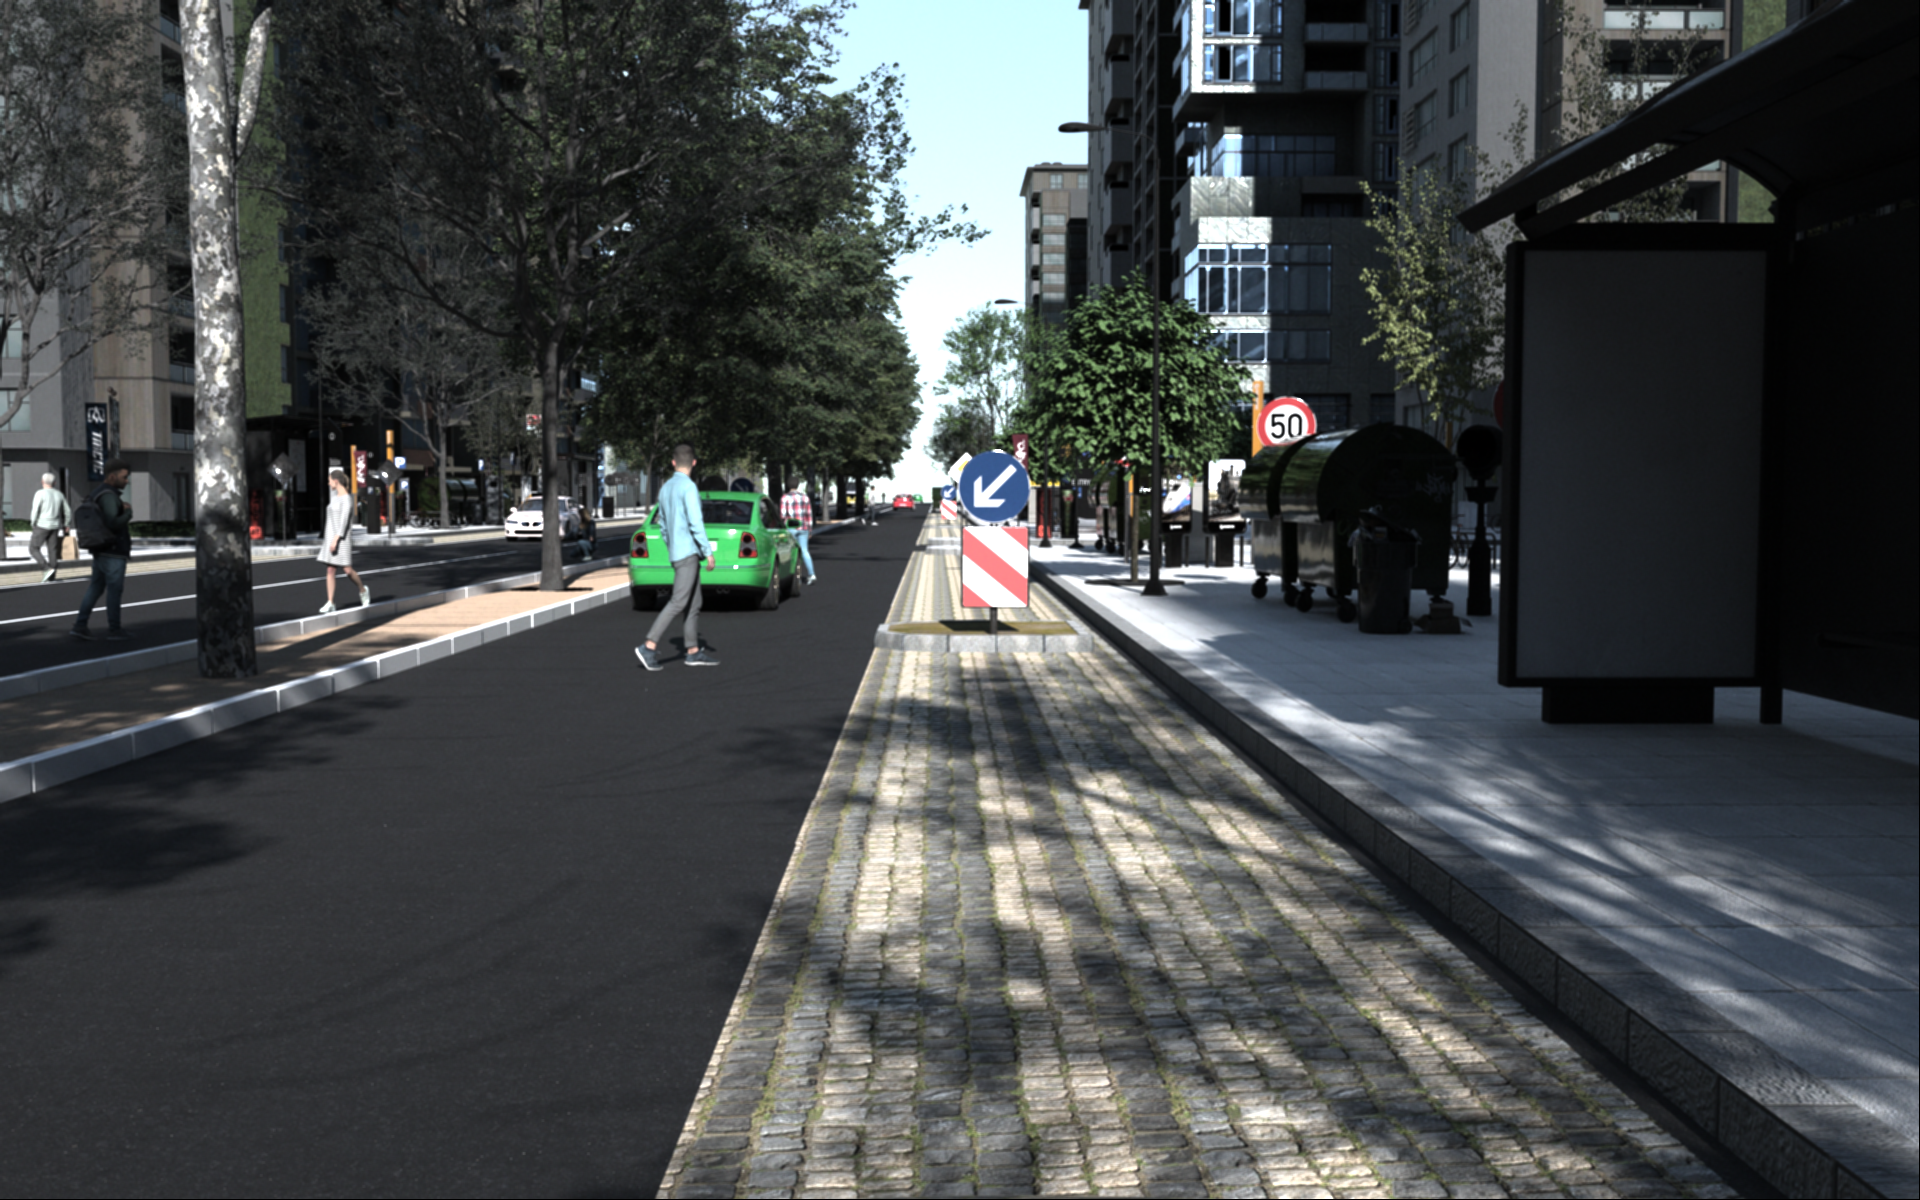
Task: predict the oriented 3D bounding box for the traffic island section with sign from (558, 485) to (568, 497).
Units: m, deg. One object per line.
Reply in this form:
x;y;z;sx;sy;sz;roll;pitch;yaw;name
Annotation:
-16.636;-3.869;71.885;1.989;1.847;2.006;0;4;-1;traffic island section with sign

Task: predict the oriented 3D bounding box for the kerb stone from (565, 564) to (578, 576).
-6.912;-0.499;30.358;0.120;0.150;1.000;0;4;-1;kerb stone

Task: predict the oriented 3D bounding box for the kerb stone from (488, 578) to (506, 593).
-6.836;-0.186;25.231;0.120;0.150;1.000;0;4;-1;kerb stone

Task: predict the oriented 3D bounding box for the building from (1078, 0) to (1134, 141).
26.348;-34.977;161.111;28.713;52.752;27.495;0;4;-1;building

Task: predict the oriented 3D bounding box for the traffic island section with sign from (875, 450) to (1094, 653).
0.195;-0.481;16.498;1.989;1.847;2.006;0;4;-1;traffic island section with sign

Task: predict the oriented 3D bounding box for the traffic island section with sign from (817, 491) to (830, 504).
-18.836;-13.668;232.094;1.989;1.847;2.006;0;4;-1;traffic island section with sign

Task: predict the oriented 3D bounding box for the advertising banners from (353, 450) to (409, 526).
-23.329;-4.501;69.774;2.074;3.025;0.090;-1;4;-14;advertising banners

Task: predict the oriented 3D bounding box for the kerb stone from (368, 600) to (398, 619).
-6.770;0.128;20.103;0.120;0.150;1.000;0;4;-1;kerb stone

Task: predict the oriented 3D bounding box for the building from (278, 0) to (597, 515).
-41.771;-29.590;138.418;22.147;44.769;28.867;0;4;-1;building

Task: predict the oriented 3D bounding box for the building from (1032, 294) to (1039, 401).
17.228;-29.231;249.632;14.160;30.474;14.107;0;4;-1;building

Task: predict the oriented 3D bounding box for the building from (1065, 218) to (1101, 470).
17.949;-25.159;183.047;14.160;30.474;14.107;0;4;-1;building

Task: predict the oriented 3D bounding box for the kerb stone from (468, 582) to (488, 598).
-6.819;-0.123;24.209;0.120;0.150;1.000;0;4;-1;kerb stone

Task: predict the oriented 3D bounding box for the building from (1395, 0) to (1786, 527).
26.131;-23.548;68.601;14.086;41.232;14.154;0;4;-1;building

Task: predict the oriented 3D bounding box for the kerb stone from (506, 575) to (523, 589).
-6.850;-0.248;26.253;0.120;0.150;1.000;0;4;-1;kerb stone

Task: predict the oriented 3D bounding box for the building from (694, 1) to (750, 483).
-42.010;-50.028;256.205;20.563;71.187;20.611;0;4;-1;building

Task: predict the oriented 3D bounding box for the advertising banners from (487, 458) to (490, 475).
-22.812;-5.409;84.625;0.090;3.025;2.074;0;4;1;advertising banners

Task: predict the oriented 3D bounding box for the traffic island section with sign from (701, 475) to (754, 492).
-6.032;-2.065;41.894;2.006;1.907;1.989;0;4;-1;traffic island section with sign

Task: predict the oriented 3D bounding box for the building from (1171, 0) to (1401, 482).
21.231;-48.337;102.979;22.319;86.520;31.000;0;4;-1;building

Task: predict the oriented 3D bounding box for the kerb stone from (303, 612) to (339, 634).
-6.735;0.257;18.057;0.120;0.150;1.000;0;4;-1;kerb stone

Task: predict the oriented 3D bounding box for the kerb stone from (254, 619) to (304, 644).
-6.726;0.316;17.033;0.120;0.150;1.000;0;4;-1;kerb stone

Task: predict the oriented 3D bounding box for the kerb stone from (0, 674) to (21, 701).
-6.656;0.633;11.911;0.120;0.150;1.000;0;4;-1;kerb stone

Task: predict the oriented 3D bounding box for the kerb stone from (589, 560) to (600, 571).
-6.935;-0.622;32.406;0.120;0.150;1.000;0;4;-1;kerb stone

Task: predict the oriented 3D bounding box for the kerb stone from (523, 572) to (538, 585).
-6.866;-0.311;27.279;0.120;0.150;1.000;0;4;-1;kerb stone

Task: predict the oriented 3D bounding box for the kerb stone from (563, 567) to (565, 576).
-6.897;-0.436;29.328;0.120;0.150;1.000;0;4;-1;kerb stone

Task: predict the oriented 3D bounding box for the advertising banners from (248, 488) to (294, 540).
-19.652;-3.188;48.306;2.074;3.025;0.090;0;4;1;advertising banners

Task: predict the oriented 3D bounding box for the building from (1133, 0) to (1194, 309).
22.850;-42.706;136.490;20.563;71.187;20.611;0;4;-1;building

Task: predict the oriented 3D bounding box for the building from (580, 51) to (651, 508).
-42.015;-52.254;167.021;22.319;86.520;31.000;0;4;-1;building

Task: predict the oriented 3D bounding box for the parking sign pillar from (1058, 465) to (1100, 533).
3.946;-4.195;57.055;1.447;3.967;1.447;2;4;32;parking sign pillar

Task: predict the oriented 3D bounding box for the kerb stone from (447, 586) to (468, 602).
-6.810;-0.060;23.178;0.120;0.150;1.000;0;4;-1;kerb stone

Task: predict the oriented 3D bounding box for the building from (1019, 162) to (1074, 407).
24.151;-41.655;270.302;28.713;52.752;27.495;0;4;-1;building

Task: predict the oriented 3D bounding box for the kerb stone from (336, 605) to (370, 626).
-6.754;0.191;19.079;0.120;0.150;1.000;0;4;-1;kerb stone

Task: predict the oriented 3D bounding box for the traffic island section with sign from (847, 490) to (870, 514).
-7.167;-7.113;124.432;2.006;1.907;1.989;0;4;-1;traffic island section with sign

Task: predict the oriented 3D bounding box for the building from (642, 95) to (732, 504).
-42.978;-42.215;232.211;21.231;58.520;28.212;0;4;-1;building

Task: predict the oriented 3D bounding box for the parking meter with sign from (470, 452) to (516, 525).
-19.208;-4.593;71.360;1.738;3.016;0.543;-2;4;-30;parking meter with sign

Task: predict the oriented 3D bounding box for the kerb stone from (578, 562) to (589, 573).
-6.924;-0.562;31.383;0.120;0.150;1.000;0;4;-1;kerb stone

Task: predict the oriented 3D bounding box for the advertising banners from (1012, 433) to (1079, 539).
2.442;-3.275;49.738;2.074;3.025;0.090;2;4;24;advertising banners

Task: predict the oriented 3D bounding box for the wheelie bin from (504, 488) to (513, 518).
-24.240;-5.182;92.630;0.693;1.594;0.980;0;4;2;wheelie bin

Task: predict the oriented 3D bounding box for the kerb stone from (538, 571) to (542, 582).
-6.878;-0.373;28.301;0.120;0.150;1.000;0;4;-1;kerb stone

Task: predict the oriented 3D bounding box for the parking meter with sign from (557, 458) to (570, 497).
-19.581;-5.302;82.945;1.738;3.016;0.543;-1;4;-10;parking meter with sign

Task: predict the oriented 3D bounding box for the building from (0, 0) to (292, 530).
-35.313;-23.370;65.691;14.154;41.232;14.086;0;4;-1;building

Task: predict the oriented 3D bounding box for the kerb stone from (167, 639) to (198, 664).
-6.693;0.443;14.978;0.120;0.150;1.000;0;4;-1;kerb stone

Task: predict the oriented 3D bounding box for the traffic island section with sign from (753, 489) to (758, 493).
-17.690;-8.602;149.273;1.989;1.847;2.006;0;4;-1;traffic island section with sign

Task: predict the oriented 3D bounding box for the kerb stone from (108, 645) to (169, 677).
-6.678;0.506;13.956;0.120;0.150;1.000;0;4;-1;kerb stone

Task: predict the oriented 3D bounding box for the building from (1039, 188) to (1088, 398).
17.613;-33.654;233.830;14.154;41.232;14.086;0;4;-1;building

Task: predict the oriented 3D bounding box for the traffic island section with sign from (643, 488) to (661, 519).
-17.012;-5.533;99.087;1.989;1.847;2.006;0;4;-1;traffic island section with sign

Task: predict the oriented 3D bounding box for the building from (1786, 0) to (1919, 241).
20.910;-13.727;17.939;14.314;27.812;24.014;0;4;-1;building

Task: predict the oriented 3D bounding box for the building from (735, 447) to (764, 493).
-39.017;-36.166;274.902;14.154;41.232;14.086;0;4;-1;building

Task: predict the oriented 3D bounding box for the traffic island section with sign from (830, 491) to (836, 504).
-19.204;-15.316;259.047;1.989;1.847;2.006;0;4;-1;traffic island section with sign

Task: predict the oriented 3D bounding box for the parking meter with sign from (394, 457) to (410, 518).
-25.952;-5.165;80.708;0.543;3.016;1.738;-2;4;-26;parking meter with sign

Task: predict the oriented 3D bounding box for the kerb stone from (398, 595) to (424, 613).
-6.779;0.065;21.131;0.120;0.150;1.000;0;4;-1;kerb stone

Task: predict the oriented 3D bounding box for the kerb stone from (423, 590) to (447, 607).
-6.800;0.003;22.153;0.120;0.150;1.000;0;4;-1;kerb stone

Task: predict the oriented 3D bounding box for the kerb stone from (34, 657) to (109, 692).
-6.673;0.566;12.934;0.120;0.150;1.000;0;4;-1;kerb stone
